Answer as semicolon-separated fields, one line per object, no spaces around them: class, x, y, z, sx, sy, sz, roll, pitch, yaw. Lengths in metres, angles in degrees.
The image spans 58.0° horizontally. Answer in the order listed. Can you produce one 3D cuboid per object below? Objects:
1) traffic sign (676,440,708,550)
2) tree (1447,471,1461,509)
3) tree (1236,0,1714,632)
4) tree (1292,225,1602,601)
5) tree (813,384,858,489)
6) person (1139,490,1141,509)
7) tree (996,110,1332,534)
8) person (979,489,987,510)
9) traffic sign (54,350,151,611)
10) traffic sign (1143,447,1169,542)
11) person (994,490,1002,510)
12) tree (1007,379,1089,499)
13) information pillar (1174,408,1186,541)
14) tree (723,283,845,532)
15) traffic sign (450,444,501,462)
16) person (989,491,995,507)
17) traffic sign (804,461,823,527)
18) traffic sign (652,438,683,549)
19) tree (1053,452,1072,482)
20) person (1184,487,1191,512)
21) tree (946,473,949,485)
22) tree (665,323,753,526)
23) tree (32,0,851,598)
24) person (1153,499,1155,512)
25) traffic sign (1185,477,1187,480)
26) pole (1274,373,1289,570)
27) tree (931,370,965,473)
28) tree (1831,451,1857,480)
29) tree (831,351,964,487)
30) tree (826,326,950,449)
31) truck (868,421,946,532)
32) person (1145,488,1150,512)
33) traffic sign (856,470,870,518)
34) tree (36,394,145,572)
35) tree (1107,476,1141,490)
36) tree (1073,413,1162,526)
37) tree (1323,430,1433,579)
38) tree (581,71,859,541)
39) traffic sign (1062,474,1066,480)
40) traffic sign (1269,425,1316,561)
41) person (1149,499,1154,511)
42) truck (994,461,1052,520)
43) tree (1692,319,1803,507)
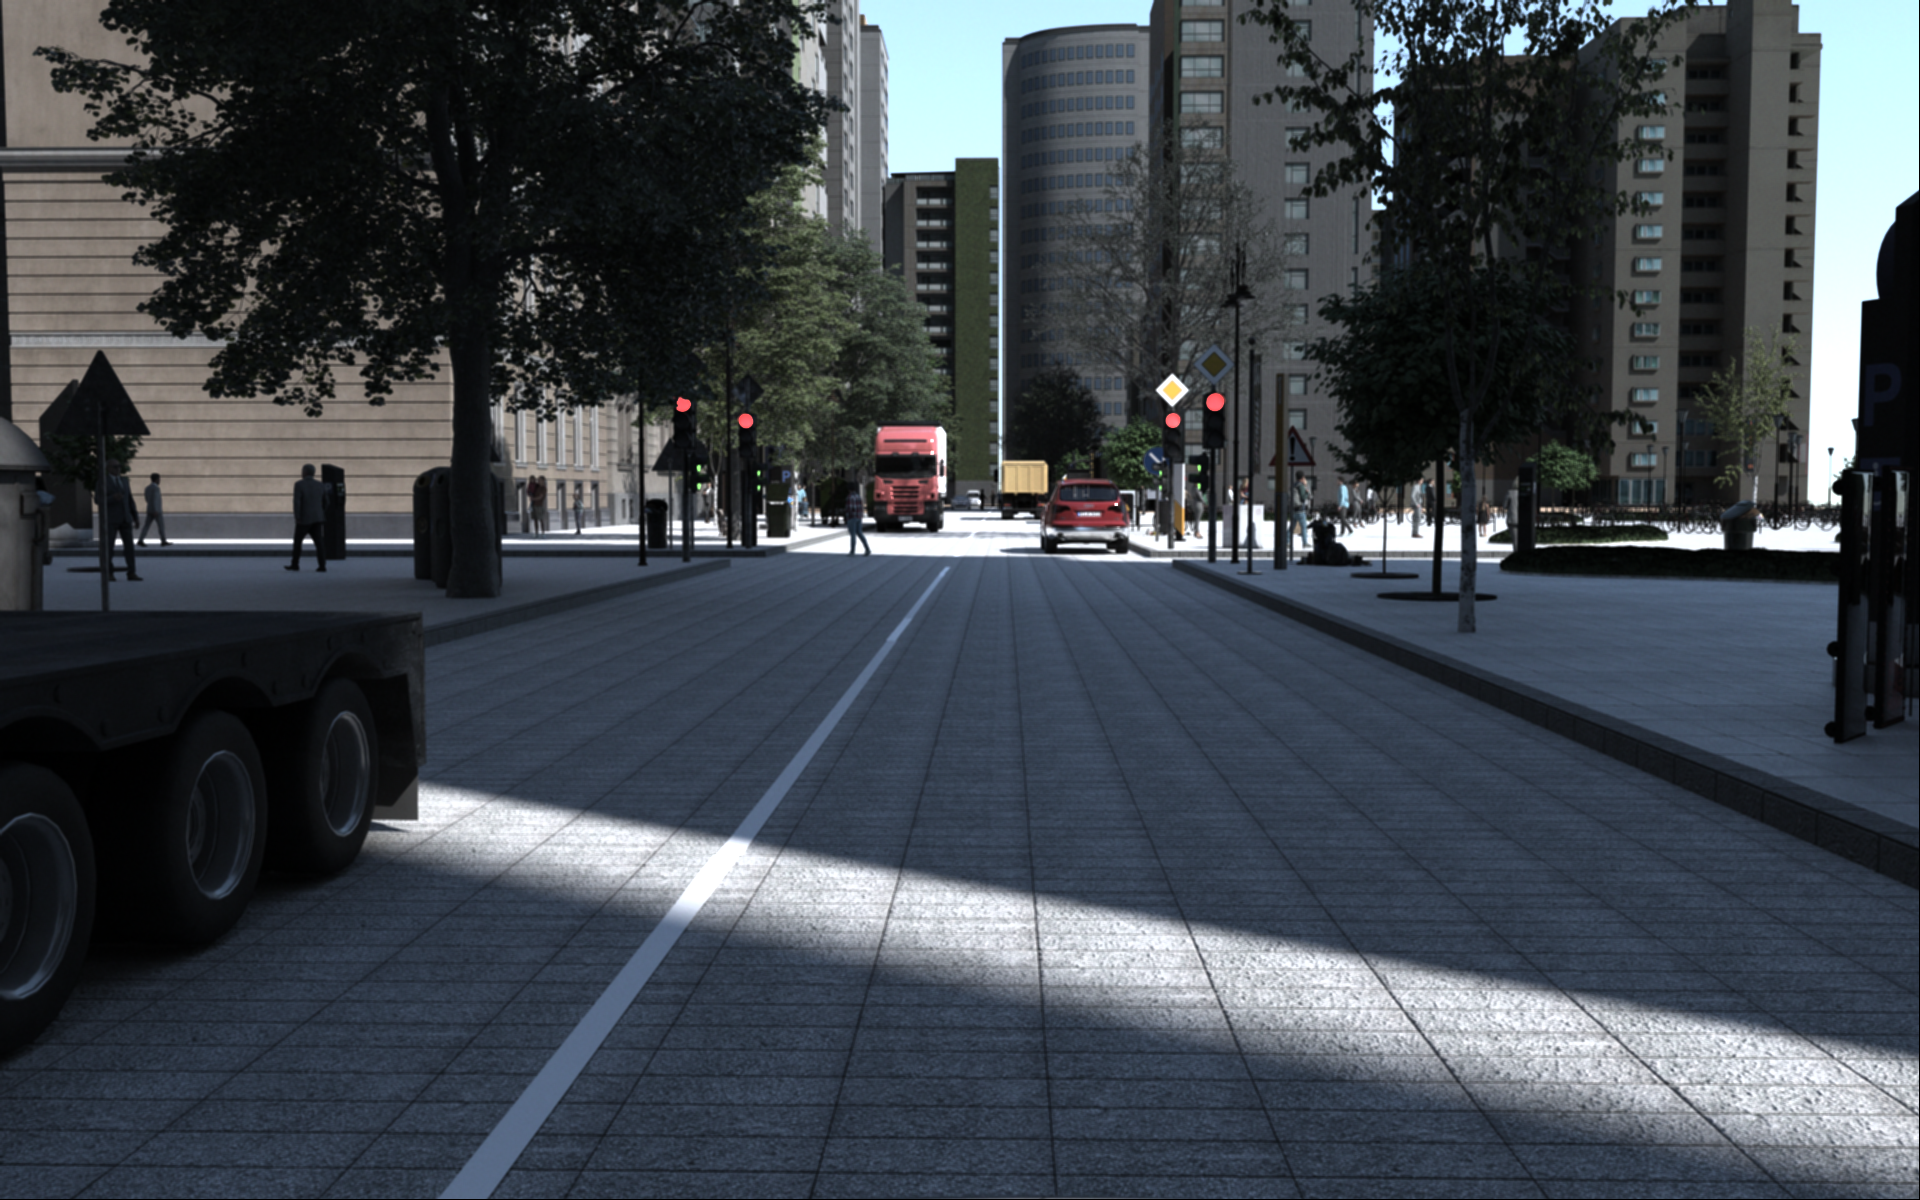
traffic sign;-6.151;-2.424;39.731;0.768;2.556;0.104;1;4;10
tree;29.054;-6.518;101.169;1.663;3.219;1.824;0;3;0
tree;4.635;-3.992;15.636;4.360;8.622;3.978;0;3;0
tree;5.814;-2.298;21.287;4.285;4.588;4.351;0;3;0
tree;-8.052;-9.972;113.405;4.737;8.622;4.395;0;3;0
person;14.945;-8.279;142.882;0.593;1.643;0.415;-1;4;-23
tree;6.711;-8.887;55.679;12.009;13.543;11.850;0;3;0
person;2.025;-8.942;154.336;0.705;1.869;1.348;-2;4;-28
traffic sign;-7.767;-0.959;15.688;0.884;2.594;0.081;0;4;3
traffic sign;5.324;-2.850;46.707;0.768;2.556;0.104;1;4;11
person;3.717;-9.321;160.883;1.348;1.826;0.705;2;4;34
tree;9.982;-17.370;190.652;9.857;13.997;8.962;0;3;0
information pillar;5.907;-3.410;47.116;0.504;3.616;0.183;3;5;42
tree;-5.742;-6.635;58.847;4.360;8.622;3.978;0;3;0
traffic sign;-8.088;-1.769;28.922;0.884;2.594;0.081;0;4;7
person;3.559;-11.057;189.424;0.705;1.807;1.348;2;4;33
traffic sign;-5.637;-4.068;66.618;0.768;2.556;0.104;0;4;5
traffic sign;-6.697;-2.451;40.075;0.884;2.594;0.081;0;4;3
tree;8.290;-8.519;122.998;4.285;4.588;4.351;0;3;0
person;15.236;-6.840;117.883;1.348;1.823;0.705;-2;4;-30
tree;-2.722;-12.767;192.461;4.285;4.588;4.351;0;3;0
tree;-9.973;-7.329;70.188;4.737;8.622;4.395;0;3;0
tree;-5.981;-7.011;21.280;9.857;13.997;8.962;0;3;0
person;14.184;-7.284;125.844;0.721;1.735;1.217;-1;4;-13
traffic sign;8.285;-4.073;66.589;0.884;2.594;0.081;1;4;11
pole;5.456;-2.174;29.396;0.158;3.312;0.155;0;3;0
tree;-3.463;-13.919;145.701;7.486;12.596;7.792;0;3;0
tree;39.321;-4.984;76.089;1.663;3.219;1.824;0;3;0
tree;-4.263;-12.721;125.000;9.611;12.733;9.660;0;3;0
tree;-4.481;-10.895;103.888;9.928;11.665;9.643;0;3;0
truck;-1.912;-4.870;68.535;2.839;4.237;11.283;0;4;1
person;13.465;-7.241;124.400;0.705;1.831;1.348;0;4;8
traffic sign;-5.125;-5.603;91.722;0.768;2.556;0.104;0;4;6
tree;-14.463;-2.089;28.764;1.663;3.219;1.824;0;3;0
tree;7.427;-5.211;79.795;1.663;3.219;1.824;0;3;0
tree;7.239;-5.275;69.962;4.285;4.588;4.351;0;3;0
tree;6.411;-1.959;26.624;1.663;3.219;1.824;0;3;0
tree;-6.500;-7.918;47.581;7.486;12.596;7.792;0;3;0
traffic sign;6.937;-6.918;112.843;0.795;2.593;0.064;1;4;11
traffic sign;6.310;-2.013;32.924;0.884;2.594;0.081;1;4;10
person;14.676;-7.733;132.444;1.348;1.831;0.705;0;4;-2
truck;3.652;-6.324;99.328;3.469;3.379;9.791;0;4;2
tree;33.515;-7.512;73.188;4.737;8.622;4.395;0;3;0
